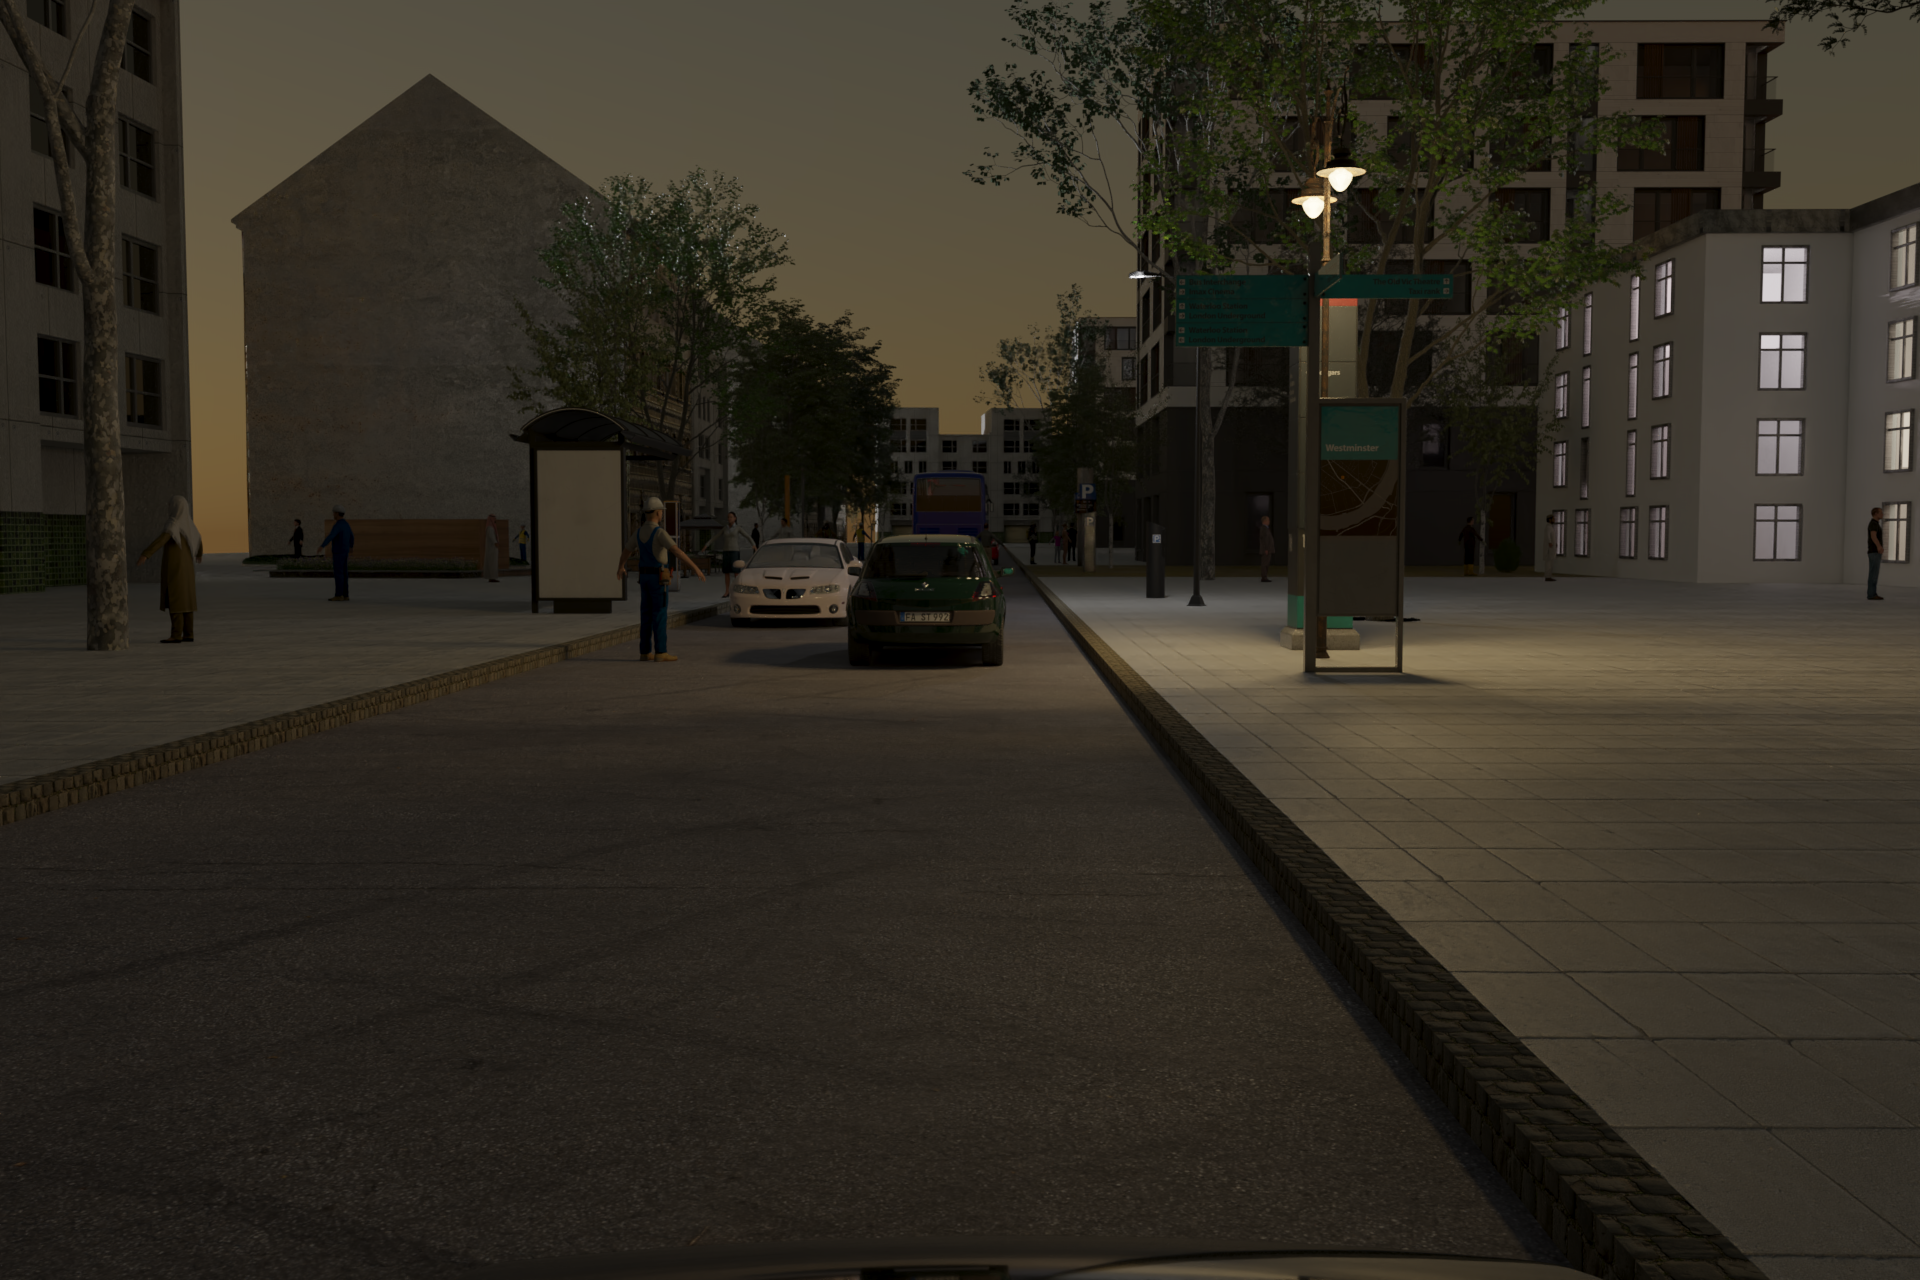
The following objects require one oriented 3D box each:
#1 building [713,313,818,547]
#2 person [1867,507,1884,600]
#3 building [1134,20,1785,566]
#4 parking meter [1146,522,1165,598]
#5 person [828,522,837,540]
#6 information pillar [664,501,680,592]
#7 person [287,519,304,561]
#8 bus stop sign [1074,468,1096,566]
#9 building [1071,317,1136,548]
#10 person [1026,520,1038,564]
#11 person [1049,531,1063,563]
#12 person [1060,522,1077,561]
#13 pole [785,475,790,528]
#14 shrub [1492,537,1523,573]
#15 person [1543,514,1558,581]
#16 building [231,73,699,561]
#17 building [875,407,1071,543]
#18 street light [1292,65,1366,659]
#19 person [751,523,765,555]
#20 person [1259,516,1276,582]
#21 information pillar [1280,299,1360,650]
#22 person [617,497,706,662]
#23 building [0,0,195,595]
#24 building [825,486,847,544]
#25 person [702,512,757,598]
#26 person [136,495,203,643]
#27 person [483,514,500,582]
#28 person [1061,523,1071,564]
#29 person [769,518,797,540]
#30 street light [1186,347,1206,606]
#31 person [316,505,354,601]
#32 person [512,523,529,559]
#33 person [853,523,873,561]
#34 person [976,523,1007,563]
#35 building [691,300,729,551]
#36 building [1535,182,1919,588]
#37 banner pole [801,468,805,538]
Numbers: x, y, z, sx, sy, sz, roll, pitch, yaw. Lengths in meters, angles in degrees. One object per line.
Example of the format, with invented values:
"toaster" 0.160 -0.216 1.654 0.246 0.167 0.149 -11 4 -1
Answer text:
"building" -23.980 -21.016 174.543 19.493 23.208 18.063 0 4 2
"person" 17.888 -1.687 33.799 0.705 1.803 1.348 2 4 27
"building" 22.439 -14.780 85.630 27.936 21.610 32.646 0 4 1
"parking meter" 3.917 -1.606 34.675 0.372 1.533 0.369 0 3 0
"person" -5.666 -4.238 75.424 0.705 1.813 1.348 -2 4 -32
"information pillar" -6.394 -2.078 38.471 0.304 2.012 0.304 0 4 2
"person" -23.218 -3.331 60.652 0.705 1.806 1.347 -3 5 -39
"bus stop sign" 4.996 -4.895 69.053 0.837 3.901 0.837 0 4 1
"building" 25.376 -20.513 179.365 27.936 21.610 32.646 0 4 1
"person" 3.109 -4.122 73.176 0.705 1.856 1.354 0 4 -2
"person" 4.307 -4.081 75.983 0.991 1.433 0.599 -2 4 -27
"person" 5.268 -4.633 81.684 1.347 1.837 0.705 1 4 11
"pole" -5.980 -4.051 60.083 0.158 3.312 0.155 0 3 0
"shrub" 18.192 -2.841 57.566 1.383 1.207 1.383 0 3 0
"person" 16.054 -2.506 47.059 0.704 1.819 1.344 2 4 25
"building" -25.085 -15.985 92.280 19.493 23.208 18.063 0 4 1
"building" 3.780 -23.232 248.755 31.486 18.905 16.747 0 4 -4
"street light" 3.736 -2.749 17.735 0.468 5.910 1.993 0 4 1
"person" -9.453 -4.545 80.534 0.704 1.802 1.346 -2 4 -31
"person" 8.222 -2.430 46.321 0.434 1.755 0.990 1 4 14
"information pillar" 4.040 -1.834 19.360 0.750 3.857 0.750 0 4 1
"person" -3.435 -0.687 19.543 1.347 1.847 0.705 2 4 35
"building" -28.748 -9.972 29.498 16.747 18.905 31.486 0 4 1
"building" -24.704 -23.946 222.451 19.493 23.208 18.063 0 4 2
"person" -4.613 -1.707 34.740 1.217 1.735 0.721 1 4 19
"person" -9.305 -0.837 20.455 0.721 1.736 1.217 0 4 8
"person" -12.422 -2.443 46.089 0.704 1.811 1.347 -1 4 -18
"person" 4.531 -4.067 73.298 0.721 1.733 1.217 -1 4 -9
"person" -5.798 -3.102 56.899 1.347 1.806 0.705 2 4 31
"street light" 4.756 -3.555 30.670 1.470 5.913 1.316 0 4 1
"person" -11.932 -1.675 33.262 0.705 1.842 1.347 0 4 7
"person" -19.313 -4.267 76.236 1.216 1.772 0.721 3 5 41
"person" -4.719 -4.715 83.052 1.349 1.833 0.705 3 5 43
"person" 0.884 -2.993 57.669 1.348 1.796 0.705 1 4 17
"building" -27.575 -15.841 125.458 16.747 18.905 31.486 0 4 1
"building" 23.730 -6.289 44.972 9.099 9.664 28.070 0 4 1
"banner pole" -5.959 -4.640 65.882 0.401 3.779 0.863 0 4 1
